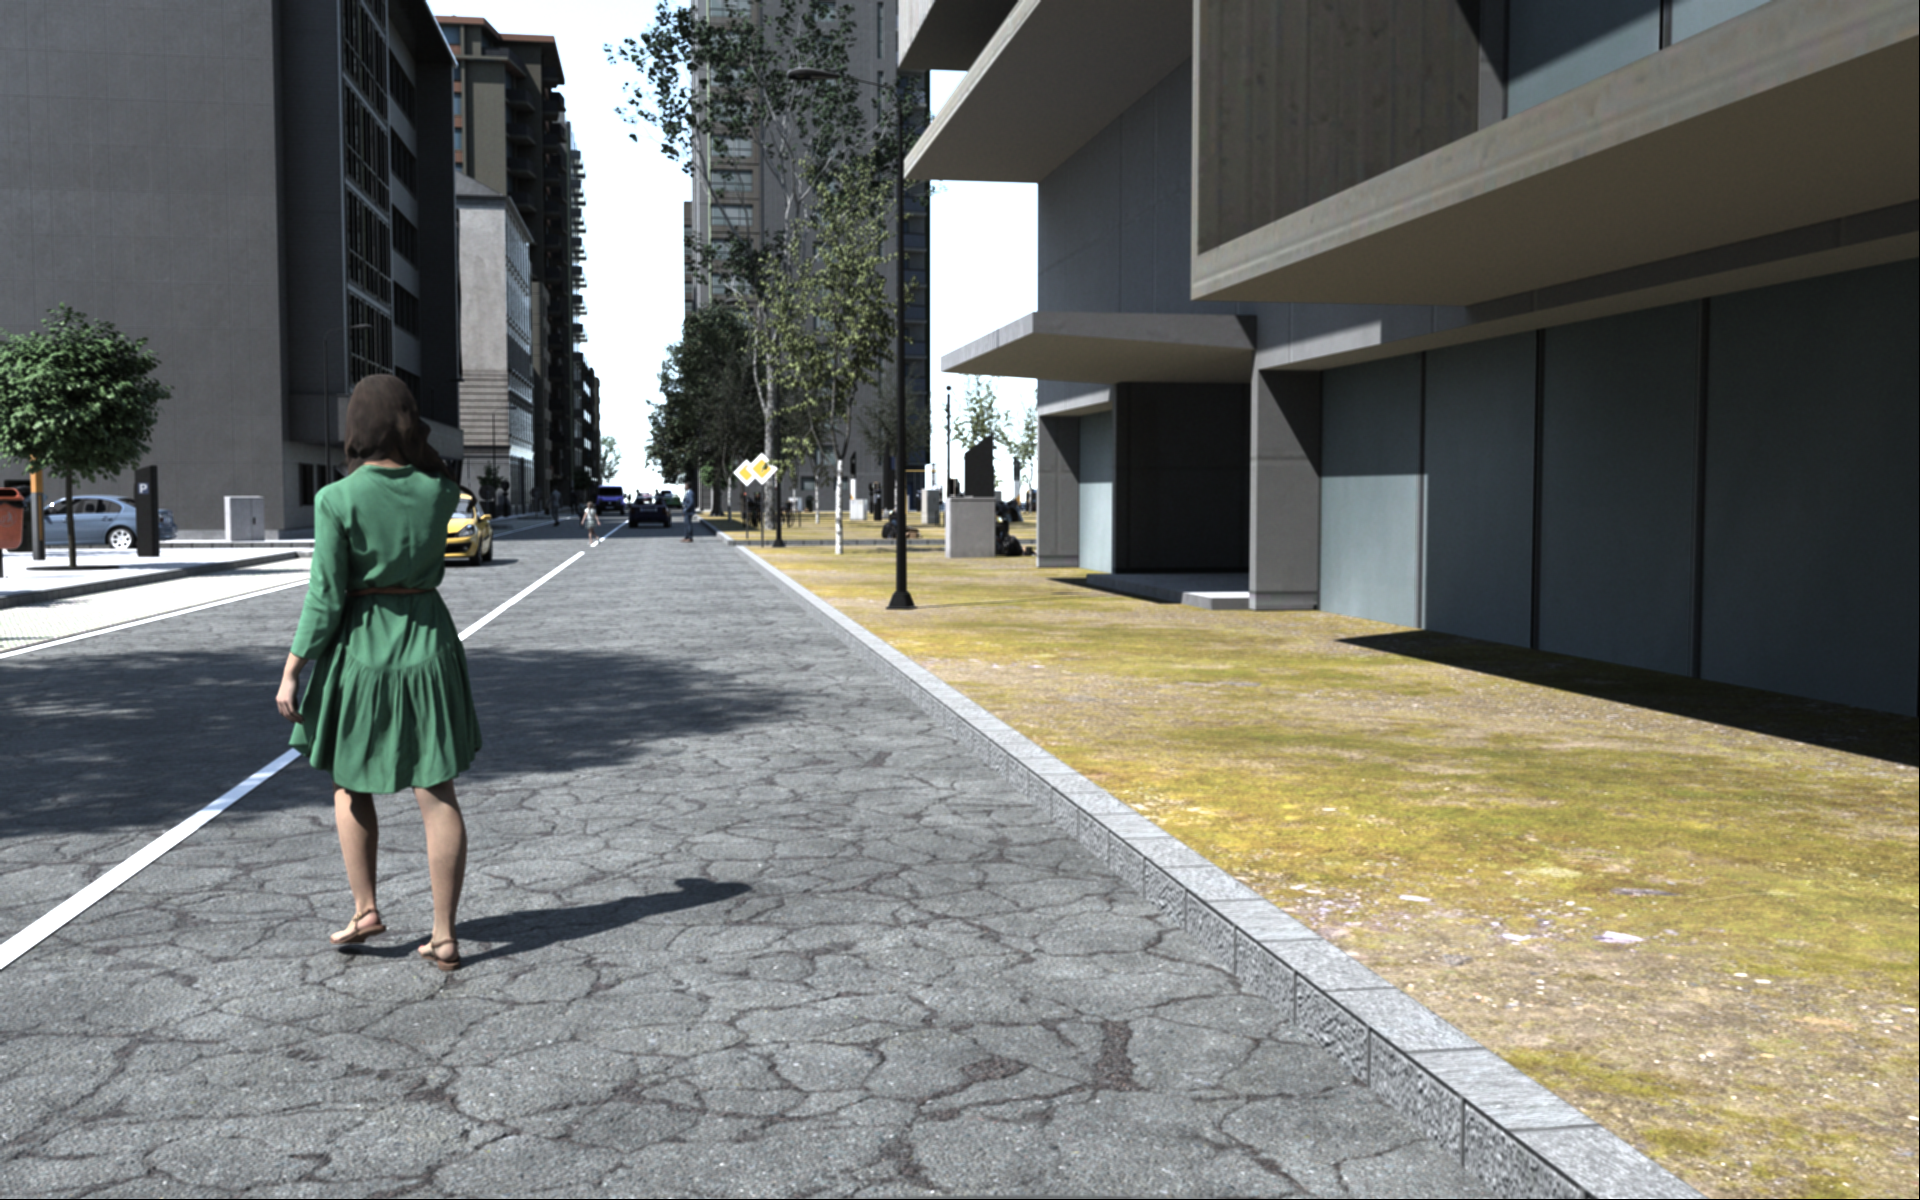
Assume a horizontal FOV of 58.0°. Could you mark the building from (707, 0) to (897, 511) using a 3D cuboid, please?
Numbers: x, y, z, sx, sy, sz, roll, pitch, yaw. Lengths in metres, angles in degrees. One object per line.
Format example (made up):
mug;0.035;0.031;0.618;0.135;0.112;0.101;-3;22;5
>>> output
building;-12.615;-27.647;135.623;14.154;41.232;14.086;-1;4;-10

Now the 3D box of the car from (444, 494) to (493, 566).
car;-10.615;-1.551;35.587;2.015;1.641;3.980;-1;4;-10

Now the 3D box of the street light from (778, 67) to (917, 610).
street light;-1.190;-2.849;19.127;1.470;5.913;1.316;-1;4;-10

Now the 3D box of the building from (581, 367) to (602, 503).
building;-65.885;-24.600;247.242;27.650;21.520;28.899;-1;4;-10

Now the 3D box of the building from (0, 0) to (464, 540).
building;-26.749;-14.819;61.363;14.314;24.678;30.058;-1;4;-10

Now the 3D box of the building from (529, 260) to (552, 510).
building;-46.687;-17.649;133.594;27.650;21.520;28.899;-1;4;-10

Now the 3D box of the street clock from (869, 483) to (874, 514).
street clock;-5.810;-6.681;113.803;0.358;2.002;0.471;1;4;13

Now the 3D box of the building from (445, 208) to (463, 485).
building;-33.355;-13.300;84.902;16.820;18.784;16.811;-1;4;-10

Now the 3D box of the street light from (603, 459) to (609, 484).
street light;-47.197;-15.575;227.185;1.470;5.913;1.316;-1;4;-10

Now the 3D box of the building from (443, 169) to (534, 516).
building;-32.407;-15.887;108.902;9.793;20.994;18.267;-1;4;-10

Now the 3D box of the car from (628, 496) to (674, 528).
car;-13.422;-3.824;75.106;1.945;1.354;3.894;0;4;-8

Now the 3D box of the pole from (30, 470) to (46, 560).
pole;-17.848;-2.424;33.469;0.158;3.312;0.155;0;3;0

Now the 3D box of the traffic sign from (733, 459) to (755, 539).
traffic sign;-6.087;-2.803;49.464;0.795;2.450;0.064;-1;4;-10

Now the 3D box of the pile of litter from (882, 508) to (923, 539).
pile of litter;-1.625;-2.234;50.497;1.176;0.858;1.719;3;4;38

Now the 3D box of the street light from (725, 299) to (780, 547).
street light;-4.903;-4.219;41.517;1.470;5.913;1.316;-1;4;-10

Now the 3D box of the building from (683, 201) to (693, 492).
building;-31.788;-34.298;244.359;14.154;41.232;14.086;-1;4;-10

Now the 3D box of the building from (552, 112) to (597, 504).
building;-58.260;-36.553;217.243;23.786;49.044;30.456;-1;4;-10

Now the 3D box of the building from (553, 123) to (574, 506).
building;-48.929;-30.634;184.464;14.154;41.232;14.086;-1;4;-10

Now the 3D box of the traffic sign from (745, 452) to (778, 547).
traffic sign;-4.754;-2.321;41.590;0.795;2.450;0.064;-1;4;-10

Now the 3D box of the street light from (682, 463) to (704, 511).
street light;-20.165;-9.716;131.391;1.470;5.913;1.316;-1;4;-10

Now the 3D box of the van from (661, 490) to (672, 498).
van;-46.031;-16.327;271.324;2.240;2.365;5.245;-1;4;-10

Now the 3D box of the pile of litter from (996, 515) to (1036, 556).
pile of litter;0.933;-1.376;36.462;1.176;0.858;1.719;-3;4;-37

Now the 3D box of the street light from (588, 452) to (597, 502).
street light;-40.898;-13.307;190.115;1.470;5.913;1.316;-1;4;-10

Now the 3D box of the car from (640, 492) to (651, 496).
car;-50.418;-16.409;276.963;2.281;1.827;5.304;-1;4;-11

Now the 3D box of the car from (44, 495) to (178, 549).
car;-22.194;-1.934;43.623;4.499;1.417;2.014;-1;4;-8

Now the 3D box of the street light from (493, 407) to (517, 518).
street light;-24.226;-7.316;92.165;1.470;5.913;1.316;-1;4;-10

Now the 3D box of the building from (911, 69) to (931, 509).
building;-13.366;-37.613;156.966;21.231;58.520;28.212;-1;4;-10

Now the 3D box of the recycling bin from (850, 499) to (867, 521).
recycling bin;-4.920;-4.371;84.013;0.722;1.027;0.722;1;4;9

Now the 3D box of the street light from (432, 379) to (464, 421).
street light;-20.620;-5.943;69.702;1.470;5.913;1.316;-1;4;-10

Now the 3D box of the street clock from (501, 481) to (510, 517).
street clock;-25.289;-5.614;96.363;0.471;2.002;0.358;3;4;38

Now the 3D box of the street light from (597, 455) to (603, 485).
street light;-43.377;-14.216;204.977;1.470;5.913;1.316;-1;4;-10

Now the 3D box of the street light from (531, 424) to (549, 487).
street light;-28.124;-8.674;114.360;1.470;5.913;1.316;-1;4;-10

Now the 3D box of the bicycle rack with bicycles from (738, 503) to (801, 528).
bicycle rack with bicycles;-7.441;-3.280;67.005;2.852;0.926;2.925;1;4;10

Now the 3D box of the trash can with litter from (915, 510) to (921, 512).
trash can with litter;-2.342;-6.925;124.285;1.678;1.210;2.233;-3;5;-41

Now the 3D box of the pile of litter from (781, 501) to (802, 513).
pile of litter;-11.456;-6.314;117.195;1.719;0.858;1.176;-1;4;-14

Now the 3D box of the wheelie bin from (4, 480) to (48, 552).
wheelie bin;-20.737;-1.862;38.346;0.980;1.594;0.693;-2;4;-27

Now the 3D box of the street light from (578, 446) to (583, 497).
street light;-37.208;-11.948;167.885;1.470;5.913;1.316;-1;4;-10

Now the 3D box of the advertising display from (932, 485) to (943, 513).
advertising display;-1.532;-6.889;117.853;0.123;1.923;0.974;-3;5;-42

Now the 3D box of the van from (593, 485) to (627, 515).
van;-24.156;-7.055;119.738;2.240;2.365;5.245;-1;4;-10

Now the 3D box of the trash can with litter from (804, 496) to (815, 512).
trash can with litter;-10.582;-6.740;121.584;0.624;1.170;1.055;1;4;10

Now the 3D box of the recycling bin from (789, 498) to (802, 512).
recycling bin;-11.795;-6.818;124.033;0.722;1.027;0.722;1;4;20

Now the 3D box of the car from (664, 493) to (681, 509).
car;-28.099;-9.770;168.539;1.959;1.807;4.718;-1;4;-11

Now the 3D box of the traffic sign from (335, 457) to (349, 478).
traffic sign;-14.020;-2.227;40.048;0.795;2.450;0.064;-1;4;-10

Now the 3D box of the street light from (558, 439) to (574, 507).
street light;-33.360;-10.578;145.490;1.470;5.913;1.316;-1;4;-10

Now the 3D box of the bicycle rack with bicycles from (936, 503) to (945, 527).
bicycle rack with bicycles;0.113;-3.392;68.845;2.852;0.926;2.925;0;4;-3

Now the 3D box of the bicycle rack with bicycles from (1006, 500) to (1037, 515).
bicycle rack with bicycles;3.320;-5.794;108.119;2.852;0.926;2.925;-2;4;-35

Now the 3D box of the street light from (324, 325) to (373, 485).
street light;-16.782;-4.584;47.497;1.470;5.913;1.316;-1;4;-10

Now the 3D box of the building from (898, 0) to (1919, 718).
building;14.293;-26.250;18.431;28.713;52.752;27.495;-1;4;-10

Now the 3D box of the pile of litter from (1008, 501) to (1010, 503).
pile of litter;3.227;-6.462;119.623;1.176;0.858;1.719;1;4;16

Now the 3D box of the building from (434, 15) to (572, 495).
building;-48.322;-31.031;161.985;22.147;44.769;28.867;-1;4;-10

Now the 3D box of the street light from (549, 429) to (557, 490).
street light;-29.598;-9.219;123.272;1.470;5.913;1.316;-1;4;-10

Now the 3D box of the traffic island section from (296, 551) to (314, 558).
traffic island section;-14.042;-1.090;40.106;2.009;0.180;2.903;-1;4;-10
